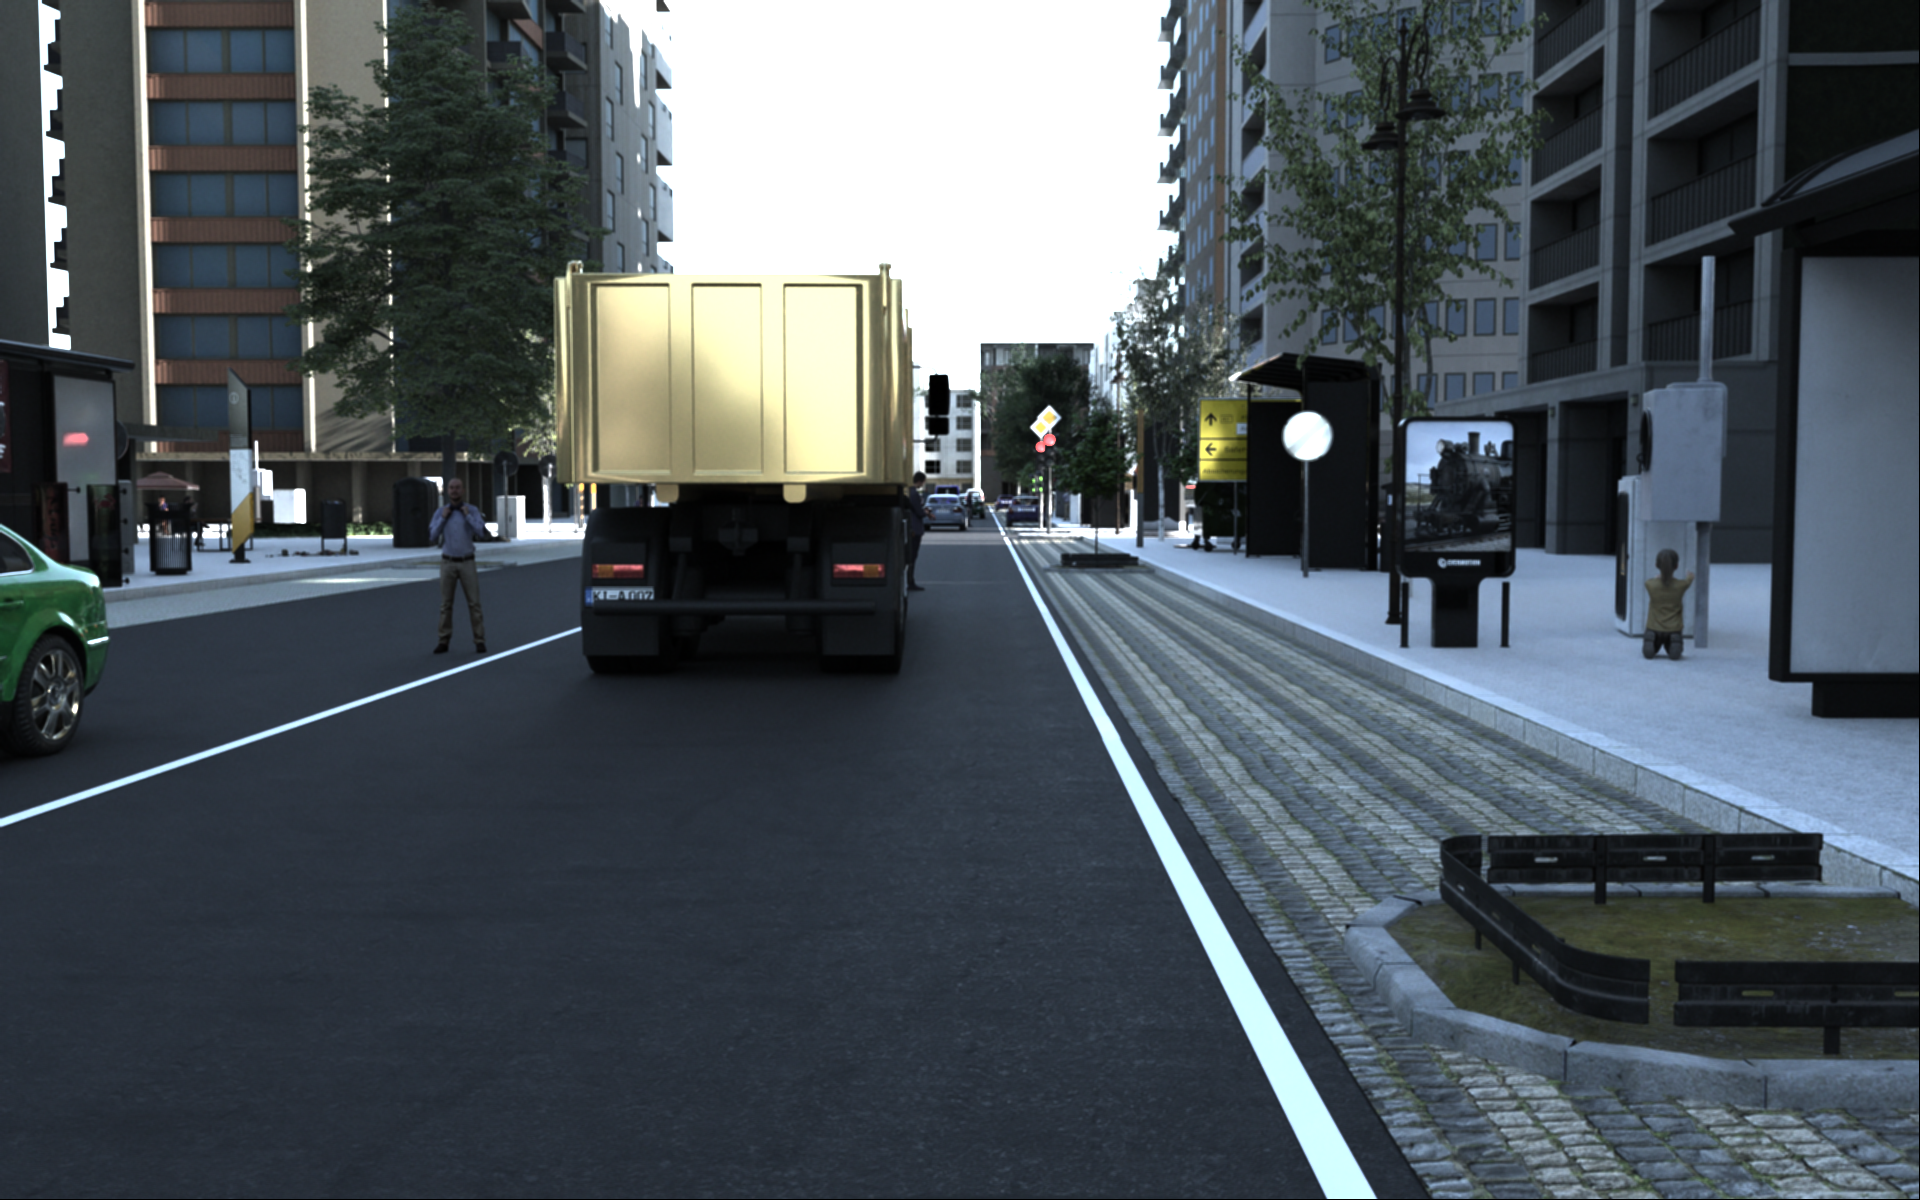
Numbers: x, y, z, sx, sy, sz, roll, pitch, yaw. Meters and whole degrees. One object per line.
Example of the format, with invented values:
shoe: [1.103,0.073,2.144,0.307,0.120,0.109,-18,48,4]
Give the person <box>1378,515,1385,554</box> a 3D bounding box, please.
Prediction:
person: [8.864,-1.328,35.674,0.347,0.859,0.695,-3,5,-39]

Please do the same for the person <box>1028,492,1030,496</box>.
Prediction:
person: [8.542,-12.515,211.104,0.683,1.767,0.568,2,4,25]

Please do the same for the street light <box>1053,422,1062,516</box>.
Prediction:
street light: [5.606,-7.792,100.184,0.468,5.910,1.993,0,4,1]

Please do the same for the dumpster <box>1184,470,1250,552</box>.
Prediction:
dumpster: [5.906,-2.231,38.974,1.502,2.255,1.985,0,4,1]

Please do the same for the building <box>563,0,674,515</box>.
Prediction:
building: [-34.010,-32.048,113.223,28.713,52.752,27.495,0,4,1]

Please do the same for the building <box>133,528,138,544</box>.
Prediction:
building: [-34.677,-23.281,35.265,28.867,44.769,22.147,0,4,1]

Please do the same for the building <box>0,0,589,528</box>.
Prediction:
building: [-30.973,-26.317,84.899,22.147,44.769,28.867,0,4,1]

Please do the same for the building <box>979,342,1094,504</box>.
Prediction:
building: [19.066,-24.428,243.368,32.646,21.610,27.936,0,4,1]

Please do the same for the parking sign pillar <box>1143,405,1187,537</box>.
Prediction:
parking sign pillar: [6.089,-3.876,51.844,1.447,3.967,1.447,2,4,33]

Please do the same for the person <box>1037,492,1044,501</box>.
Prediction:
person: [6.957,-8.449,144.182,1.348,1.824,0.705,0,4,-2]

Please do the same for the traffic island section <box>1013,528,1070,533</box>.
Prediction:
traffic island section: [2.945,-2.483,62.874,2.009,0.180,2.903,0,4,1]

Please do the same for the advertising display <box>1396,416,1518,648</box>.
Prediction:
advertising display: [4.142,-0.565,14.458,0.974,1.923,0.123,0,4,-2]

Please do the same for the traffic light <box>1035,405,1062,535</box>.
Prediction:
traffic light: [2.800,-4.028,54.776,0.839,4.253,0.868,0,4,1]

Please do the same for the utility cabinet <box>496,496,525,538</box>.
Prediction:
utility cabinet: [-13.220,-2.433,50.936,1.020,1.237,0.306,3,5,41]

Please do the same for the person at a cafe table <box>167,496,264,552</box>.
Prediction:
person at a cafe table: [-16.964,-1.729,39.125,1.726,1.238,1.698,0,4,4]

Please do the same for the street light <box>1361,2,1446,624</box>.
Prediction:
street light: [4.297,-2.701,16.953,0.468,5.910,1.993,0,4,1]

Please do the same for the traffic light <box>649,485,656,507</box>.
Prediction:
traffic light: [-9.780,-4.037,54.925,0.839,4.253,0.868,0,4,1]

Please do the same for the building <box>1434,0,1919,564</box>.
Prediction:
building: [22.820,-36.449,34.193,20.563,71.187,20.611,0,4,1]

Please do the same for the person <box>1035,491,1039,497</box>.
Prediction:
person: [7.905,-10.383,175.666,0.709,1.838,0.599,1,4,13]

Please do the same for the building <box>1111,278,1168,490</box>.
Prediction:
building: [21.933,-18.413,157.479,16.016,20.091,11.380,0,4,1]

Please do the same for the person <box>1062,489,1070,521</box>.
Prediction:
person: [5.086,-4.562,82.689,0.516,1.574,0.319,-3,5,-43]

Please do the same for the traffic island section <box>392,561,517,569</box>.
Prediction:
traffic island section: [-9.776,-0.669,33.811,1.991,0.108,1.994,0,4,1]

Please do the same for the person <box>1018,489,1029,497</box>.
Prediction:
person: [3.857,-5.883,105.411,0.841,1.734,0.376,-1,4,-16]

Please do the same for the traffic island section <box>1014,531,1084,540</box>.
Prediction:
traffic island section: [2.840,-1.994,54.890,2.009,0.180,2.903,0,4,1]

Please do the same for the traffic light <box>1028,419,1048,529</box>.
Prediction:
traffic light: [2.905,-4.516,62.761,0.839,4.253,0.868,0,4,1]

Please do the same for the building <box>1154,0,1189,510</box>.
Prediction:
building: [25.605,-30.712,121.743,23.786,49.044,30.456,0,4,1]

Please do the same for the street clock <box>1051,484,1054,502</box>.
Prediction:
street clock: [6.846,-7.656,129.745,0.358,2.002,0.471,-3,4,-38]

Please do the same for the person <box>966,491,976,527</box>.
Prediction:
person: [0.392,-3.990,75.939,0.569,1.553,0.471,-3,5,-44]

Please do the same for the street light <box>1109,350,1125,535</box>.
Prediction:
street light: [4.959,-4.991,54.384,0.468,5.910,1.993,0,4,1]

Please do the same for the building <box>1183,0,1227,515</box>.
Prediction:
building: [20.722,-27.493,99.626,14.600,45.320,14.200,0,4,1]

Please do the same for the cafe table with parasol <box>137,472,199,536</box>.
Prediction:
cafe table with parasol: [-24.481,-2.946,53.040,2.610,1.966,2.610,3,5,42]

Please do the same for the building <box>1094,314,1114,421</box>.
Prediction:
building: [23.218,-19.109,178.894,16.747,18.905,31.486,0,4,1]

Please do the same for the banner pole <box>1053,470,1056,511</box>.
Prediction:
banner pole: [7.397,-8.753,133.132,0.863,3.779,0.401,0,4,-2]

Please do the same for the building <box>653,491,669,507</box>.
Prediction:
building: [-23.715,-12.884,152.801,9.099,9.664,28.070,0,4,1]

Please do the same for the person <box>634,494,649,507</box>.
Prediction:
person: [-8.762,-2.197,47.660,0.421,1.427,0.697,-1,4,-18]

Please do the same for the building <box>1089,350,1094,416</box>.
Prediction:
building: [23.027,-21.030,200.254,16.016,20.091,11.380,0,4,1]

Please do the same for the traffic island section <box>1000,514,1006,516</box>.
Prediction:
traffic island section: [3.626,-5.627,114.865,1.991,0.108,1.994,0,4,1]

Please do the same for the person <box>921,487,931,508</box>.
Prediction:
person: [-1.896,-5.350,96.105,0.598,1.807,0.434,1,4,19]

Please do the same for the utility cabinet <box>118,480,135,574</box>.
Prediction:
utility cabinet: [-13.716,-1.142,27.343,1.173,1.500,0.318,-2,4,-34]

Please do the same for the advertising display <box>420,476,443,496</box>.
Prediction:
advertising display: [-19.113,-3.526,62.862,0.974,1.923,0.123,-1,4,-15]

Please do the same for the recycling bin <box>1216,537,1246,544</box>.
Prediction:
recycling bin: [7.075,-1.951,44.455,0.722,1.027,0.722,-2,4,-35]

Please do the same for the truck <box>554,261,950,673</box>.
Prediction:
truck: [-1.784,-1.319,17.488,3.469,3.379,9.791,0,4,-1]

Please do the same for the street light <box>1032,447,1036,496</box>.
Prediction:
street light: [5.910,-10.076,137.523,0.468,5.910,1.993,0,4,1]

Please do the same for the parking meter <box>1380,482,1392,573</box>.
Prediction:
parking meter: [7.089,-1.223,28.404,0.372,1.533,0.369,0,3,0]

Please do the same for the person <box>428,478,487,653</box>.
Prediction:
person: [-4.529,-0.313,15.675,0.516,1.574,0.319,0,4,-2]

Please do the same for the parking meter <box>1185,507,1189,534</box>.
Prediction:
parking meter: [7.063,-3.015,55.000,0.399,1.863,0.255,-2,4,-26]

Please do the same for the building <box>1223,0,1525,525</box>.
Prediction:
building: [27.464,-32.826,78.710,28.212,58.520,21.231,0,4,1]

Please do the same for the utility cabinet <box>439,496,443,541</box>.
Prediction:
utility cabinet: [-14.255,-2.205,47.222,1.020,1.237,0.306,3,4,36]

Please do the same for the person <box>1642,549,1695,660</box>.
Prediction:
person: [5.565,0.021,13.630,0.347,0.859,0.695,2,4,27]

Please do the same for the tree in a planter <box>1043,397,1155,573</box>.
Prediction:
tree in a planter: [2.539,-2.131,32.072,1.991,3.239,1.994,0,4,1]

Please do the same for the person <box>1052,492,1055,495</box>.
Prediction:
person: [7.757,-8.631,147.239,1.350,1.814,0.705,-3,5,-43]

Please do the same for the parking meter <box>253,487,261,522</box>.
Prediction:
parking meter: [-25.986,-3.393,63.881,0.372,1.533,0.369,0,3,0]

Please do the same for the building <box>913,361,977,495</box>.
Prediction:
building: [-13.489,-22.737,238.213,31.486,18.905,16.747,0,4,1]

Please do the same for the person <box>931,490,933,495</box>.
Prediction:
person: [-2.205,-7.668,134.691,0.655,1.722,0.431,0,4,-7]

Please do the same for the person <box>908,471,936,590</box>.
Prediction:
person: [-0.619,-1.036,25.893,0.568,1.767,0.683,-2,4,-27]
